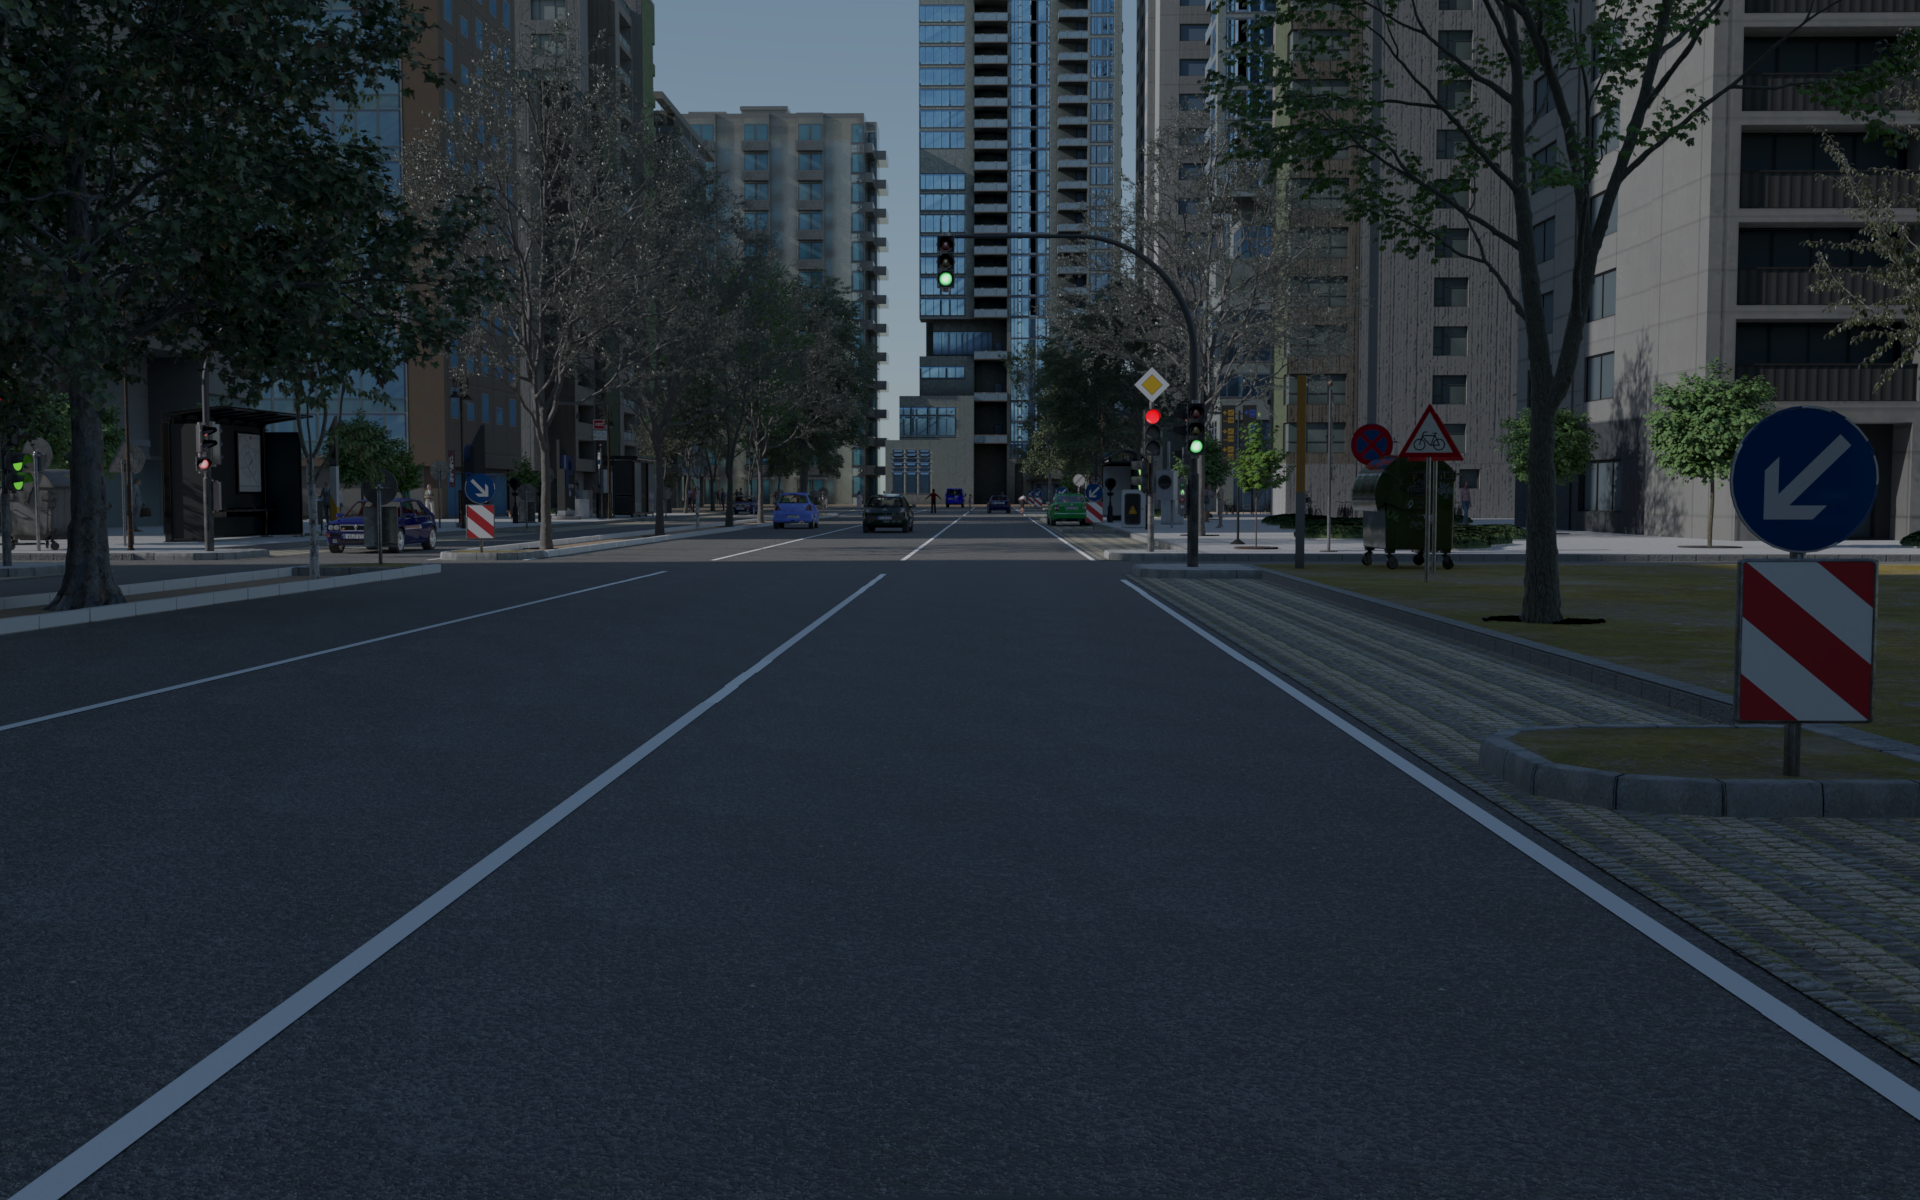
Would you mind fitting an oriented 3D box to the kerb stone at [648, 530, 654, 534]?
[{"bbox_3d":[-11.087,-2.388,61.387,0.120,0.150,1.000,0,4,1],"label":"kerb stone"}]

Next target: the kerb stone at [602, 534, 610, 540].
[{"bbox_3d":[-11.217,-1.958,54.214,0.120,0.150,1.000,0,4,1],"label":"kerb stone"}]

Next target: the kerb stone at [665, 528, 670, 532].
[{"bbox_3d":[-11.030,-2.580,64.457,0.120,0.150,1.000,0,4,1],"label":"kerb stone"}]

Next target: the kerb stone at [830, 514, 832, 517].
[{"bbox_3d":[-8.124,-5.152,106.443,0.120,0.150,1.000,0,4,1],"label":"kerb stone"}]

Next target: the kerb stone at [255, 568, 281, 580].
[{"bbox_3d":[-11.702,-0.417,29.049,0.120,0.150,1.000,0,4,1],"label":"kerb stone"}]

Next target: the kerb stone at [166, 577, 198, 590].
[{"bbox_3d":[-11.759,-0.231,25.980,0.120,0.150,1.000,0,4,1],"label":"kerb stone"}]

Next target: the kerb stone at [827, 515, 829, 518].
[{"bbox_3d":[-8.173,-5.027,104.393,0.120,0.150,1.000,0,4,1],"label":"kerb stone"}]

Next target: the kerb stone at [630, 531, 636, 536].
[{"bbox_3d":[-11.147,-2.209,58.311,0.120,0.150,1.000,0,4,1],"label":"kerb stone"}]

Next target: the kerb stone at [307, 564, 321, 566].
[{"bbox_3d":[-11.662,-0.544,31.094,0.120,0.150,1.000,0,4,1],"label":"kerb stone"}]

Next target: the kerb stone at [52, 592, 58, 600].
[{"bbox_3d":[-11.822,-0.037,22.908,0.120,0.150,1.000,0,4,1],"label":"kerb stone"}]

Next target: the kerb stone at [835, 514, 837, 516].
[{"bbox_3d":[-8.065,-5.341,109.516,0.120,0.150,1.000,0,4,1],"label":"kerb stone"}]

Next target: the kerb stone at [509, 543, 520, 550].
[{"bbox_3d":[-11.416,-1.330,43.946,0.120,0.150,1.000,0,4,1],"label":"kerb stone"}]

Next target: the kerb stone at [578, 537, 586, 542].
[{"bbox_3d":[-11.285,-1.763,51.140,0.120,0.150,1.000,0,4,1],"label":"kerb stone"}]

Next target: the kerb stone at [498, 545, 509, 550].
[{"bbox_3d":[-11.431,-1.268,42.924,0.120,0.150,1.000,0,4,1],"label":"kerb stone"}]

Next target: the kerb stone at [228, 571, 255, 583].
[{"bbox_3d":[-11.720,-0.357,28.025,0.120,0.150,1.000,0,4,1],"label":"kerb stone"}]

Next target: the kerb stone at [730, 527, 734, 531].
[{"bbox_3d":[-8.891,-2.706,66.434,0.120,0.150,1.000,0,4,1],"label":"kerb stone"}]

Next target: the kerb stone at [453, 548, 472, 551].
[{"bbox_3d":[-11.497,-1.075,39.853,0.120,0.150,1.000,0,4,1],"label":"kerb stone"}]

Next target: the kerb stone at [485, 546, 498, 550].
[{"bbox_3d":[-11.452,-1.205,41.902,0.120,0.150,1.000,0,4,1],"label":"kerb stone"}]

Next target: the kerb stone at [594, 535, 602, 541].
[{"bbox_3d":[-11.241,-1.888,53.184,0.120,0.150,1.000,0,4,1],"label":"kerb stone"}]

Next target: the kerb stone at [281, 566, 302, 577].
[{"bbox_3d":[-11.683,-0.482,30.073,0.120,0.150,1.000,0,4,1],"label":"kerb stone"}]

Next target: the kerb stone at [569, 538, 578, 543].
[{"bbox_3d":[-11.300,-1.705,50.108,0.120,0.150,1.000,0,4,1],"label":"kerb stone"}]

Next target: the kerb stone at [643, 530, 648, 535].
[{"bbox_3d":[-11.108,-2.334,60.359,0.120,0.150,1.000,0,4,1],"label":"kerb stone"}]

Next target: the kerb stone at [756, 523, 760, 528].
[{"bbox_3d":[-8.750,-3.143,73.618,0.120,0.150,1.000,0,4,1],"label":"kerb stone"}]

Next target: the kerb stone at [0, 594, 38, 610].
[{"bbox_3d":[-11.840,0.023,21.886,0.120,0.150,1.000,0,4,1],"label":"kerb stone"}]

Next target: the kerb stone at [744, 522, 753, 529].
[{"bbox_3d":[-8.795,-3.019,71.555,0.120,0.150,1.000,0,4,1],"label":"kerb stone"}]

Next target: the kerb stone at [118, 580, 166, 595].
[{"bbox_3d":[-11.780,-0.166,24.959,0.120,0.150,1.000,0,4,1],"label":"kerb stone"}]

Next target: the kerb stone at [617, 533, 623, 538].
[{"bbox_3d":[-11.181,-2.084,56.264,0.120,0.150,1.000,0,4,1],"label":"kerb stone"}]

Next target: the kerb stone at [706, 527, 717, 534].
[{"bbox_3d":[-8.967,-2.455,62.340,0.120,0.150,1.000,0,4,1],"label":"kerb stone"}]

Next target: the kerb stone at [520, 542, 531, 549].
[{"bbox_3d":[-11.399,-1.393,44.971,0.120,0.150,1.000,0,4,1],"label":"kerb stone"}]

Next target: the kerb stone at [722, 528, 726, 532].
[{"bbox_3d":[-8.932,-2.580,64.385,0.120,0.150,1.000,0,4,1],"label":"kerb stone"}]

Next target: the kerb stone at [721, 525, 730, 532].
[{"bbox_3d":[-8.904,-2.643,65.406,0.120,0.150,1.000,0,4,1],"label":"kerb stone"}]

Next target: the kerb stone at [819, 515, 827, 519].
[{"bbox_3d":[-8.193,-4.955,103.363,0.120,0.150,1.000,0,4,1],"label":"kerb stone"}]

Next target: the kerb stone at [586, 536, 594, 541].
[{"bbox_3d":[-11.261,-1.833,52.161,0.120,0.150,1.000,0,4,1],"label":"kerb stone"}]

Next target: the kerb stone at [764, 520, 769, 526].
[{"bbox_3d":[-8.691,-3.333,76.693,0.120,0.150,1.000,0,4,1],"label":"kerb stone"}]

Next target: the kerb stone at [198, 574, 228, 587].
[{"bbox_3d":[-11.738,-0.294,27.002,0.120,0.150,1.000,0,4,1],"label":"kerb stone"}]

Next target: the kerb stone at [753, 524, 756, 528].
[{"bbox_3d":[-8.771,-3.079,72.596,0.120,0.150,1.000,0,4,1],"label":"kerb stone"}]

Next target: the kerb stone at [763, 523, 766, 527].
[{"bbox_3d":[-8.713,-3.268,75.671,0.120,0.150,1.000,0,4,1],"label":"kerb stone"}]

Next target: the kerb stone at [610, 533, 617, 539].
[{"bbox_3d":[-11.199,-2.021,55.242,0.120,0.150,1.000,0,4,1],"label":"kerb stone"}]

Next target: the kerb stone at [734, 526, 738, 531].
[{"bbox_3d":[-8.865,-2.762,67.457,0.120,0.150,1.000,0,4,1],"label":"kerb stone"}]

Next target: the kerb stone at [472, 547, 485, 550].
[{"bbox_3d":[-11.481,-1.143,40.879,0.120,0.150,1.000,0,4,1],"label":"kerb stone"}]

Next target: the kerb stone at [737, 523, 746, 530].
[{"bbox_3d":[-8.830,-2.894,69.511,0.120,0.150,1.000,0,4,1],"label":"kerb stone"}]

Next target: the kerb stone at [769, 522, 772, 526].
[{"bbox_3d":[-8.674,-3.396,77.725,0.120,0.150,1.000,0,4,1],"label":"kerb stone"}]

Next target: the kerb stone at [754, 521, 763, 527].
[{"bbox_3d":[-8.743,-3.208,74.649,0.120,0.150,1.000,0,4,1],"label":"kerb stone"}]

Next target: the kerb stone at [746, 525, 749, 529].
[{"bbox_3d":[-8.812,-2.956,70.533,0.120,0.150,1.000,0,4,1],"label":"kerb stone"}]

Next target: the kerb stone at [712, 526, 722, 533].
[{"bbox_3d":[-8.945,-2.518,63.362,0.120,0.150,1.000,0,4,1],"label":"kerb stone"}]

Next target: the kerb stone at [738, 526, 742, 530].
[{"bbox_3d":[-8.852,-2.827,68.482,0.120,0.150,1.000,0,4,1],"label":"kerb stone"}]

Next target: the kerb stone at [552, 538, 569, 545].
[{"bbox_3d":[-11.321,-1.642,49.078,0.120,0.150,1.000,0,4,1],"label":"kerb stone"}]

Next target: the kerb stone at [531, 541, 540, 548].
[{"bbox_3d":[-11.377,-1.456,46.004,0.120,0.150,1.000,0,4,1],"label":"kerb stone"}]

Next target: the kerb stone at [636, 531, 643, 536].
[{"bbox_3d":[-11.123,-2.271,59.333,0.120,0.150,1.000,0,4,1],"label":"kerb stone"}]

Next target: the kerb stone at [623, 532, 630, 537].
[{"bbox_3d":[-11.165,-2.144,57.289,0.120,0.150,1.000,0,4,1],"label":"kerb stone"}]

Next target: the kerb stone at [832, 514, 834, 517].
[{"bbox_3d":[-8.109,-5.214,107.465,0.120,0.150,1.000,0,4,1],"label":"kerb stone"}]
